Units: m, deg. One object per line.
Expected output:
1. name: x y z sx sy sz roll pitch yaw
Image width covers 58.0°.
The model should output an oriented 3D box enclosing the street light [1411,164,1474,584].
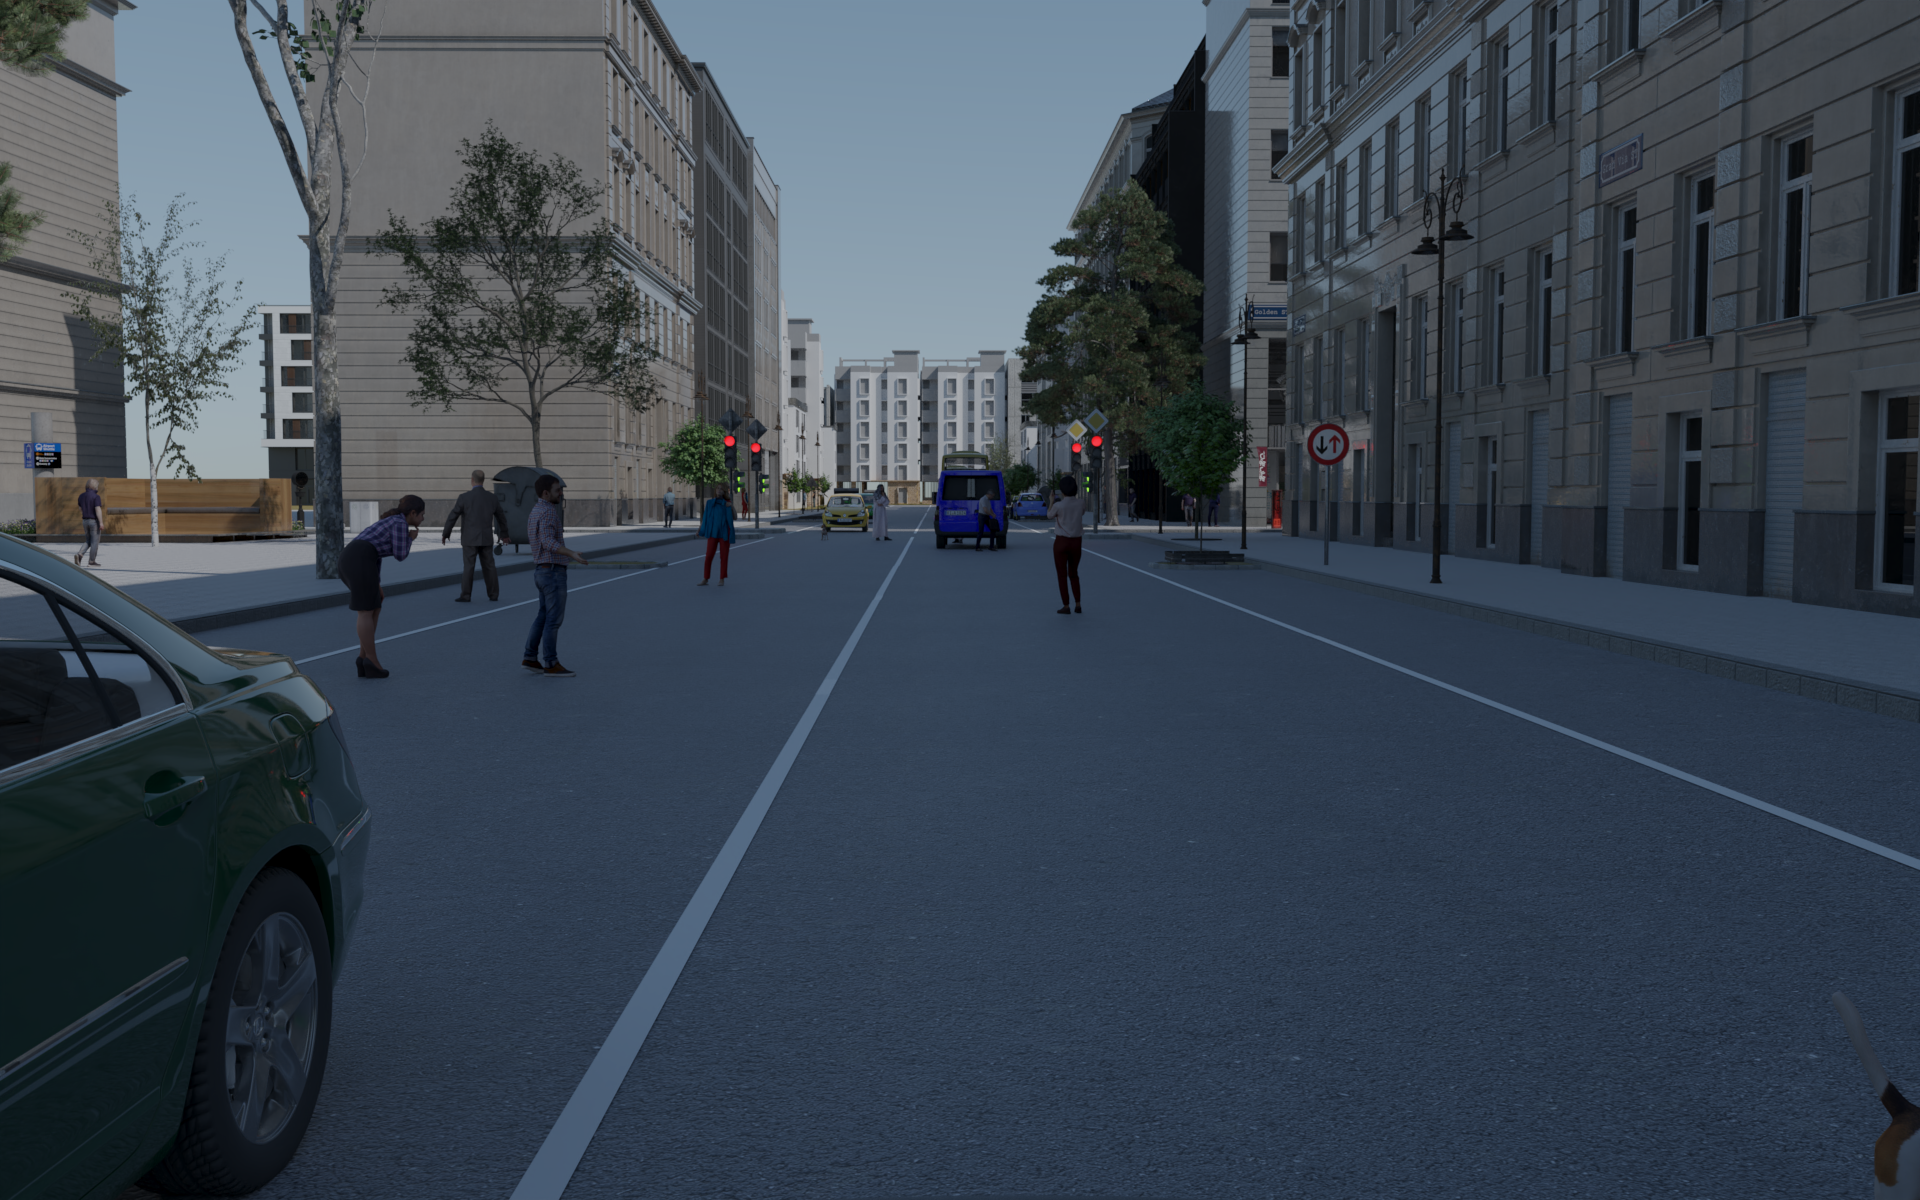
1. street light: 6.847 -3.177 24.736 0.468 5.910 1.993 0 4 -1

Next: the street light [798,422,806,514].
1. street light: -10.082 -8.456 111.049 0.468 5.910 1.993 0 4 -1

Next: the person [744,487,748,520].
1. person: -10.753 -4.827 86.668 0.444 1.614 0.593 0 4 4

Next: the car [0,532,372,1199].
1. car: -2.344 0.583 2.266 2.131 1.459 4.920 0 4 1

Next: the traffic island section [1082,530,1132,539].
1. traffic island section: 4.420 -2.076 56.218 2.009 0.180 2.903 0 4 -1

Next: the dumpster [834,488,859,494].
1. dumpster: -8.000 -6.959 121.999 1.865 1.857 1.264 0 4 -2

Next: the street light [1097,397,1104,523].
1. street light: 6.149 -6.356 76.710 0.468 5.910 1.993 0 4 -1

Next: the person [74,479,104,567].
1. person: -15.361 -1.359 30.470 0.471 1.553 0.569 -2 4 -34

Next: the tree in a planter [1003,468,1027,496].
1. tree in a planter: 3.617 -7.271 116.104 1.991 3.239 1.994 0 4 -1

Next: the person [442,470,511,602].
1. person: -6.477 -0.861 23.128 0.990 1.755 0.434 -3 4 -38

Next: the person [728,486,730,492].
1. person: -10.280 -4.177 75.795 0.566 1.644 0.517 1 4 11

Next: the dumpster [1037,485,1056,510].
1. dumpster: 5.851 -6.806 117.036 1.264 1.857 1.865 0 4 -1

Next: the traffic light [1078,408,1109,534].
1. traffic light: 4.380 -4.089 56.105 0.839 4.213 0.868 0 4 -1

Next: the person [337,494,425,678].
1. person: -4.510 -0.110 13.536 0.697 1.427 0.421 -3 5 -42

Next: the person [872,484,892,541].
1. person: -2.438 -2.701 53.328 0.621 1.740 0.551 2 4 30

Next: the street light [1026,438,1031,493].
1. street light: 5.438 -10.144 138.649 0.468 5.910 1.993 0 4 -1

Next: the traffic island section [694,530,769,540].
1. traffic island section: -7.420 -2.067 56.069 2.009 0.180 2.903 0 4 -1

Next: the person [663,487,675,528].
1. person: -11.126 -3.537 66.084 0.499 1.552 0.429 0 4 1

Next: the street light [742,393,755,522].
1. street light: -9.713 -6.534 79.614 0.468 5.910 1.993 0 4 -1

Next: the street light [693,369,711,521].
1. street light: -9.559 -5.595 64.259 0.468 5.910 1.993 0 4 -1

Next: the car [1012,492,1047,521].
1. car: 3.808 -5.181 94.302 1.945 1.707 3.694 0 4 -2

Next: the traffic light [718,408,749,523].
1. traffic light: -7.380 -4.079 55.936 0.839 4.213 0.868 0 4 -1

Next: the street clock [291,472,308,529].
1. street clock: -21.325 -3.145 55.997 0.358 2.002 0.471 3 4 37

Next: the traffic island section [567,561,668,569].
1. traffic island section: -6.800 -0.679 33.975 1.991 0.108 1.994 0 4 -1

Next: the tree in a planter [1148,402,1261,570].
1. tree in a planter: 4.713 -2.233 33.727 1.991 3.239 1.994 0 4 -1

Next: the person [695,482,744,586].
1. person: -3.790 -1.031 27.054 0.593 1.614 0.444 2 4 29

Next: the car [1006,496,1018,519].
1. car: 3.649 -5.407 100.993 1.945 1.354 3.894 0 4 -2

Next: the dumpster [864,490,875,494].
1. dumpster: -8.762 -10.202 175.020 1.865 1.857 1.264 0 4 1

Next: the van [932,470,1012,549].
1. van: 0.313 -2.612 47.098 2.240 2.365 5.245 0 4 1

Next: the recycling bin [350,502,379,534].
1. recycling bin: -19.453 -2.691 56.549 0.722 1.027 0.722 0 3 0

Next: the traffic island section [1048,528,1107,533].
1. traffic island section: 4.316 -2.564 64.203 2.009 0.180 2.903 0 4 -1

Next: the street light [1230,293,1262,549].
1. street light: 6.599 -4.116 40.090 0.468 5.910 1.993 0 4 -1

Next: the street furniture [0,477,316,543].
1. street furniture: -22.936 -2.616 49.633 11.010 1.723 9.812 0 4 2

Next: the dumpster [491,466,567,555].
1. dumpster: -9.173 -1.901 36.844 1.264 1.857 1.865 0 4 -1

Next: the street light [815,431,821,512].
1. street light: -10.373 -9.395 126.402 0.468 5.910 1.993 0 4 -1

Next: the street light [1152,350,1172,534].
1. street light: 6.479 -5.075 55.767 0.468 5.910 1.993 0 4 -1

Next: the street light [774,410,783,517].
1. street light: -9.937 -7.480 95.078 0.468 5.910 1.993 0 4 -1

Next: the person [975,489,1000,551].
1. person: 0.696 -1.995 43.336 0.590 1.554 0.614 1 4 21

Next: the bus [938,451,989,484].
1. bus: 0.321 -6.465 97.256 2.896 3.916 12.252 0 4 0

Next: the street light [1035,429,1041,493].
1. street light: 5.562 -9.205 123.293 0.468 5.910 1.993 0 4 -1

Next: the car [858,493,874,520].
1. car: -4.721 -4.721 85.991 1.959 1.807 4.718 0 3 0

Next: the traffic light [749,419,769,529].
1. traffic light: -7.485 -4.567 63.920 0.839 4.213 0.868 0 4 -1

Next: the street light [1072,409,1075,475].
1. street light: 6.013 -7.295 92.065 0.468 5.910 1.993 0 4 -1

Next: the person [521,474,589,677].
1. person: -3.220 -0.197 13.672 0.435 1.587 0.963 -2 4 -30

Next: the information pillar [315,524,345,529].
1. information pillar: -23.165 -4.539 63.594 0.750 3.857 0.750 3 4 39

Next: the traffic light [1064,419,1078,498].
1. traffic light: 4.275 -4.578 64.089 0.839 4.213 0.868 0 4 -1

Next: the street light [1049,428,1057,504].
1. street light: 5.822 -8.252 107.707 0.468 5.910 1.993 0 4 -1

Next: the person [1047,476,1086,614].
1. person: 1.266 -0.662 20.787 0.517 1.644 0.566 1 4 22

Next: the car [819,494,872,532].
1. car: -4.382 -3.447 66.579 2.015 1.641 3.980 0 4 -2

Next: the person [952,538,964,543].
1. person: -0.111 -2.527 50.491 0.551 1.740 0.621 0 4 7

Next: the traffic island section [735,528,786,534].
1. traffic island section: -7.525 -2.555 64.053 2.009 0.180 2.903 0 4 -1
